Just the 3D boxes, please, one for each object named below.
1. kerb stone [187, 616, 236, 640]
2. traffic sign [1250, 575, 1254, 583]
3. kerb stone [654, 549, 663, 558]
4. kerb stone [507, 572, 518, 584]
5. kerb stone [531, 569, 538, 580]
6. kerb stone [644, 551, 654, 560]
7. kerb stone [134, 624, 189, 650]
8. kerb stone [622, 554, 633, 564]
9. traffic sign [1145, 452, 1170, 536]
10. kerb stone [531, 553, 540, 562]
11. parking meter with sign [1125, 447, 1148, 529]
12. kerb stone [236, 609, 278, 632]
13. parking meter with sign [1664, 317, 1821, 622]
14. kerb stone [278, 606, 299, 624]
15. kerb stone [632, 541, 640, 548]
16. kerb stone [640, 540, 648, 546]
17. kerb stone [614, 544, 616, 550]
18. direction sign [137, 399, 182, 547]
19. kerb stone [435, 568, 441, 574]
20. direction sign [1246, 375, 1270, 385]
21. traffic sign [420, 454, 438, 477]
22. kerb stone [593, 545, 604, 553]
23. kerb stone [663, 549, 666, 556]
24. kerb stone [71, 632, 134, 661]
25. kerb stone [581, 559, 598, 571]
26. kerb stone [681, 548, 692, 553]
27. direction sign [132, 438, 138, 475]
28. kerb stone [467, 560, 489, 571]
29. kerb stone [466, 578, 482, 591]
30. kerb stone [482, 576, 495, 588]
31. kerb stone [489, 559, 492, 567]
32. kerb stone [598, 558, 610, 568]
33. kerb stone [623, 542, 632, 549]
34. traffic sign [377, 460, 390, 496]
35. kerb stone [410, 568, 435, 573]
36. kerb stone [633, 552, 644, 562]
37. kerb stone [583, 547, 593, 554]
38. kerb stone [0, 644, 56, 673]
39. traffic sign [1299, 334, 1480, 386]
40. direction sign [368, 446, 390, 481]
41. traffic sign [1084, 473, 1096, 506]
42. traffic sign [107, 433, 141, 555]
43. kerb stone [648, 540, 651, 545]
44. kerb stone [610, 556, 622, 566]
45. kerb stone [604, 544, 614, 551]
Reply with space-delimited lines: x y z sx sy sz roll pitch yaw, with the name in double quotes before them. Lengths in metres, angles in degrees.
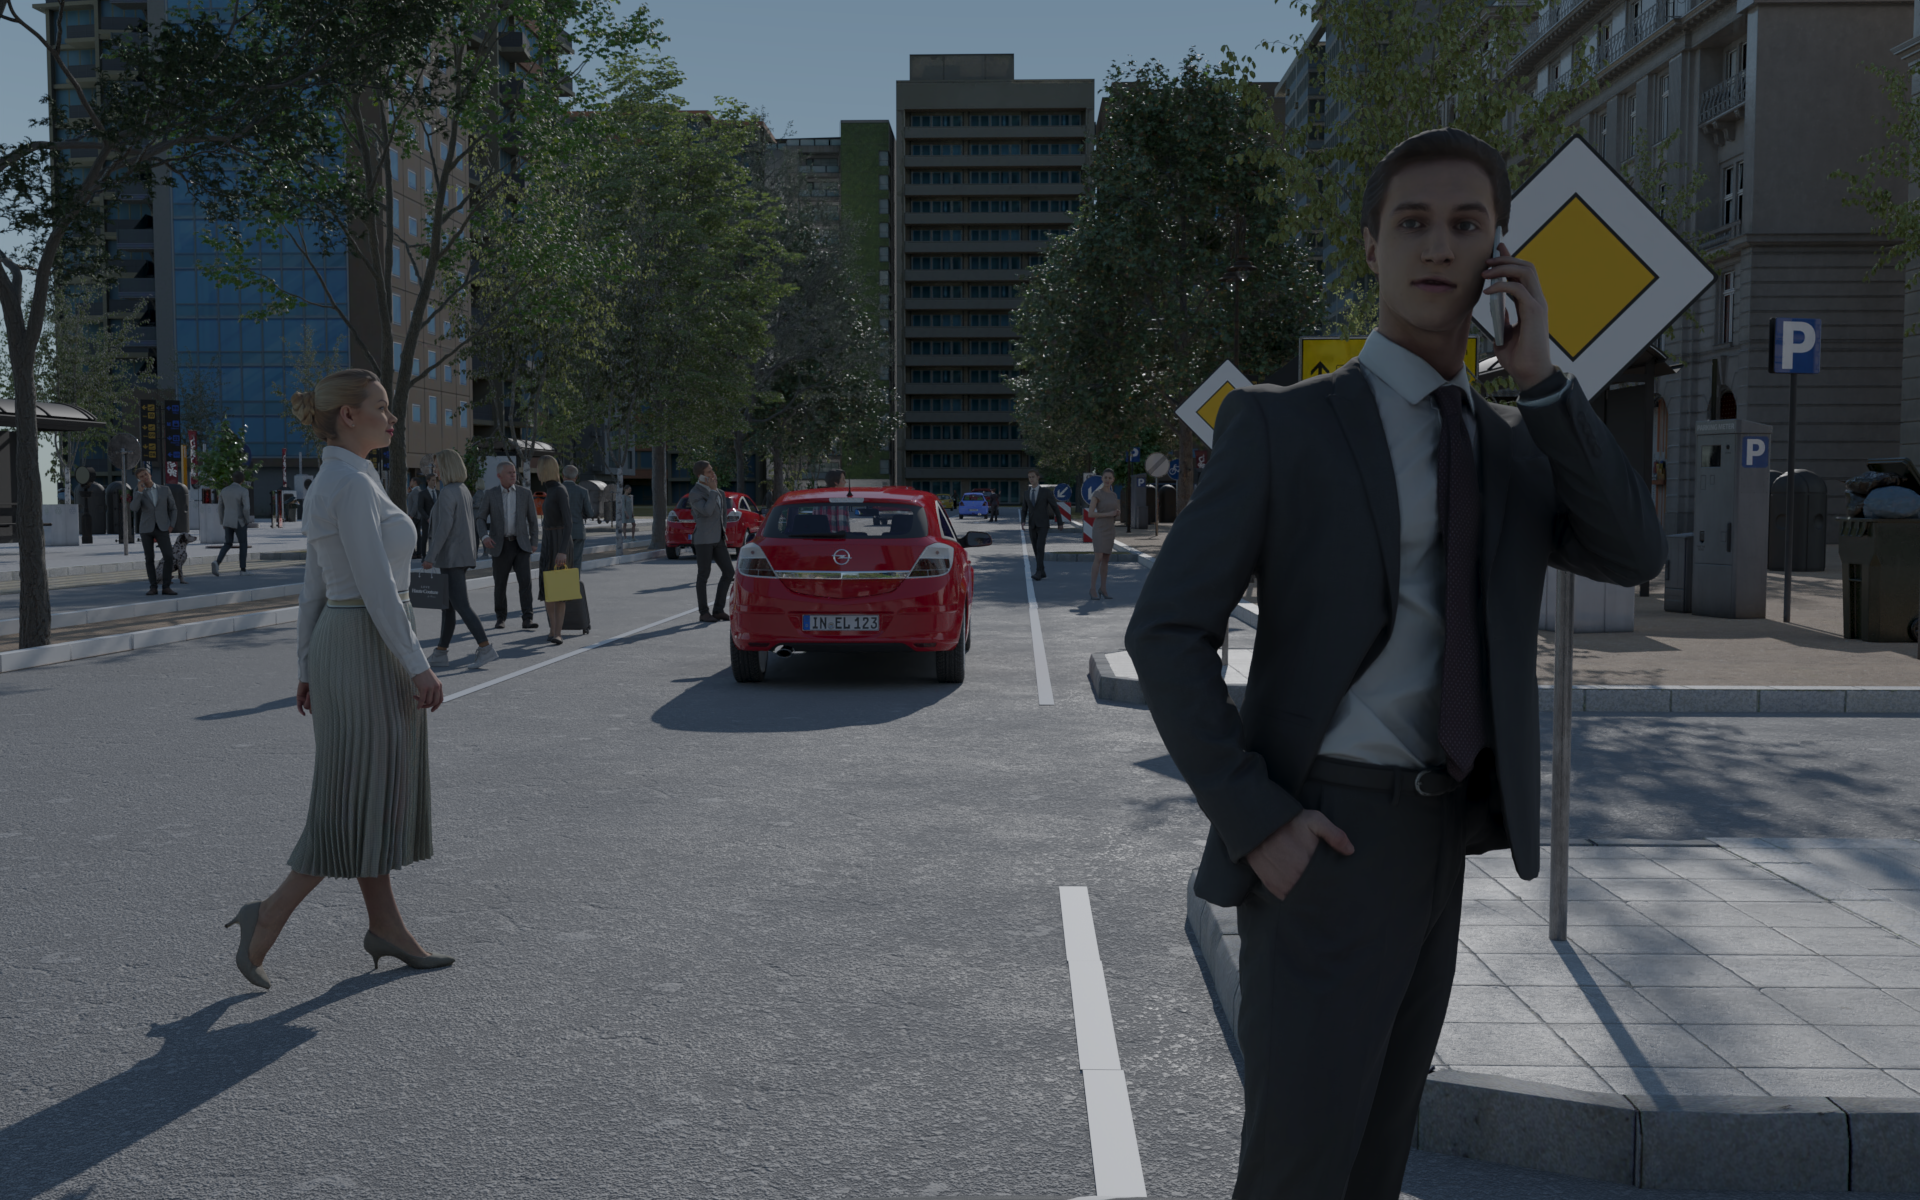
"kerb stone" -7.602 0.293 17.437 0.120 0.150 1.000 0 4 2
"traffic sign" 4.218 -1.521 24.974 0.768 2.556 0.104 1 4 10
"kerb stone" -6.888 -1.020 38.951 0.120 0.150 1.000 0 4 2
"kerb stone" -7.265 -0.335 27.672 0.120 0.150 1.000 0 4 2
"kerb stone" -7.238 -0.396 28.694 0.120 0.150 1.000 0 4 2
"kerb stone" -6.928 -0.959 37.921 0.120 0.150 1.000 0 4 2
"kerb stone" -7.630 0.358 16.404 0.120 0.150 1.000 0 4 2
"kerb stone" -6.993 -0.837 35.875 0.120 0.150 1.000 0 4 2
"traffic sign" 6.046 -3.245 53.163 0.768 2.556 0.104 0 4 3
"kerb stone" -9.055 -0.903 36.957 0.120 0.150 1.000 0 4 2
"parking meter with sign" 6.553 -4.126 63.713 0.543 3.016 1.738 -1 4 -9
"kerb stone" -7.567 0.230 18.459 0.120 0.150 1.000 0 4 2
"parking meter with sign" 8.050 -1.332 18.032 0.543 3.016 1.738 -1 4 -16
"kerb stone" -7.532 0.167 19.481 0.120 0.150 1.000 0 4 2
"kerb stone" -8.759 -1.464 46.164 0.120 0.150 1.000 0 4 2
"kerb stone" -8.727 -1.528 47.186 0.120 0.150 1.000 0 4 2
"kerb stone" -8.825 -1.341 44.119 0.120 0.150 1.000 0 4 2
"direction sign" -19.203 -3.039 41.681 0.876 3.537 0.379 -2 4 -34
"kerb stone" -9.262 -0.527 30.811 0.120 0.150 1.000 0 4 2
"direction sign" 5.757 -2.517 33.150 0.876 3.537 0.379 -2 4 -30
"traffic sign" -16.628 -3.325 54.466 0.768 2.556 0.104 0 4 8
"kerb stone" -8.892 -1.216 42.073 0.120 0.150 1.000 0 4 2
"kerb stone" -6.862 -1.087 39.972 0.120 0.150 1.000 0 4 2
"kerb stone" -7.673 0.419 15.379 0.120 0.150 1.000 0 4 2
"kerb stone" -7.093 -0.646 32.798 0.120 0.150 1.000 0 4 2
"kerb stone" -6.754 -1.269 43.038 0.120 0.150 1.000 0 4 2
"direction sign" -33.249 -4.785 70.238 0.876 3.537 0.379 2 4 26
"kerb stone" -9.192 -0.652 32.860 0.120 0.150 1.000 0 4 2
"kerb stone" -7.329 -0.210 25.625 0.120 0.150 1.000 0 4 2
"kerb stone" -7.302 -0.268 26.647 0.120 0.150 1.000 0 4 2
"kerb stone" -9.169 -0.715 33.887 0.120 0.150 1.000 0 4 2
"kerb stone" -7.060 -0.711 33.823 0.120 0.150 1.000 0 4 2
"kerb stone" -8.794 -1.402 45.142 0.120 0.150 1.000 0 4 2
"traffic sign" -20.316 -3.750 61.412 0.768 2.556 0.104 1 4 11
"kerb stone" -9.299 -0.464 29.790 0.120 0.150 1.000 0 4 2
"kerb stone" -6.963 -0.890 36.900 0.120 0.150 1.000 0 4 2
"kerb stone" -8.931 -1.150 41.049 0.120 0.150 1.000 0 4 2
"kerb stone" -7.704 0.482 14.347 0.120 0.150 1.000 0 4 2
"traffic sign" 5.491 -1.738 22.286 2.265 3.308 0.079 0 4 5
"direction sign" -19.344 -4.027 57.833 0.876 3.537 0.379 1 4 15
"traffic sign" 6.309 -5.020 84.213 0.606 2.300 0.079 1 4 11
"traffic sign" -17.433 -2.203 36.132 0.768 2.556 0.104 1 4 9
"kerb stone" -8.698 -1.591 48.209 0.120 0.150 1.000 0 4 2
"kerb stone" -7.033 -0.773 34.845 0.120 0.150 1.000 0 4 2
"kerb stone" -8.862 -1.278 43.097 0.120 0.150 1.000 0 4 2
